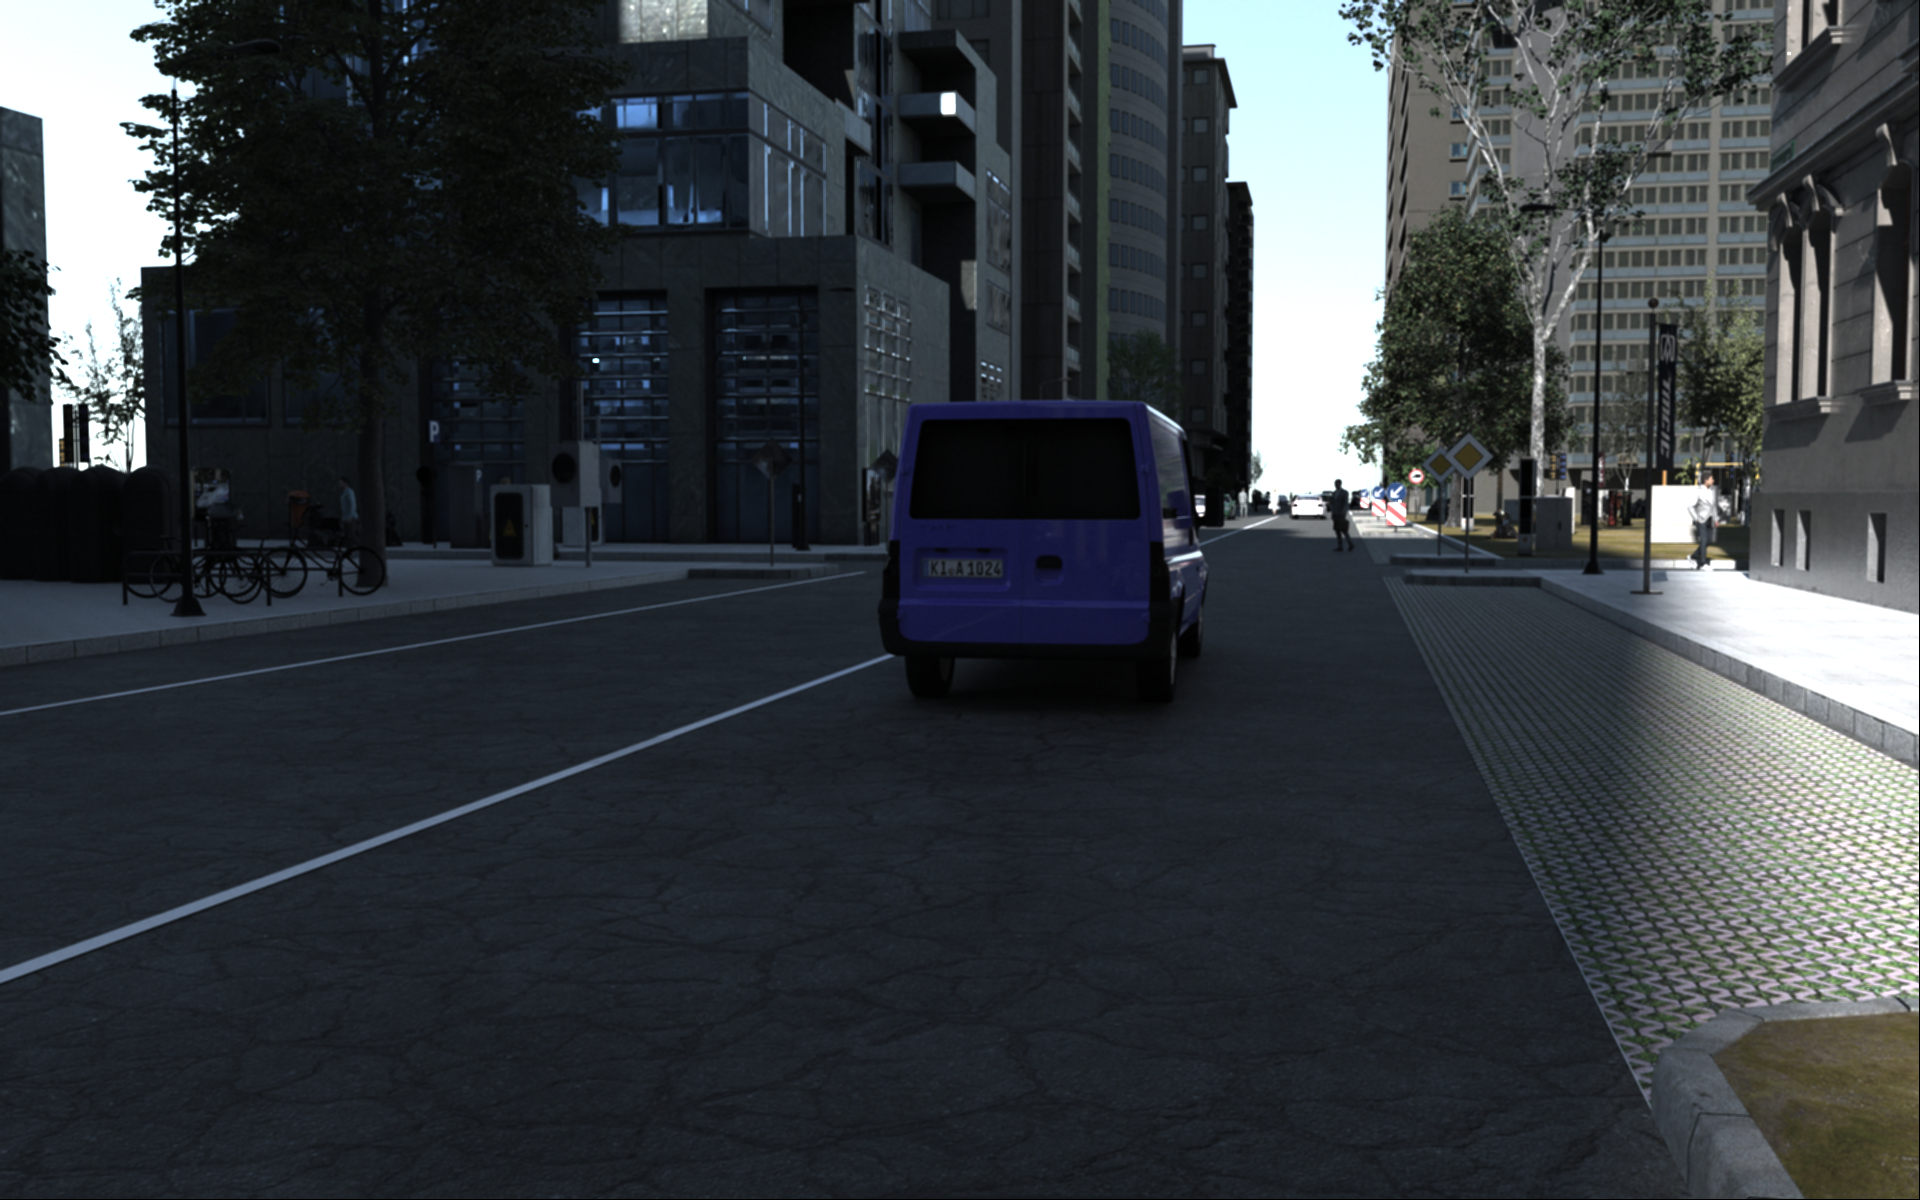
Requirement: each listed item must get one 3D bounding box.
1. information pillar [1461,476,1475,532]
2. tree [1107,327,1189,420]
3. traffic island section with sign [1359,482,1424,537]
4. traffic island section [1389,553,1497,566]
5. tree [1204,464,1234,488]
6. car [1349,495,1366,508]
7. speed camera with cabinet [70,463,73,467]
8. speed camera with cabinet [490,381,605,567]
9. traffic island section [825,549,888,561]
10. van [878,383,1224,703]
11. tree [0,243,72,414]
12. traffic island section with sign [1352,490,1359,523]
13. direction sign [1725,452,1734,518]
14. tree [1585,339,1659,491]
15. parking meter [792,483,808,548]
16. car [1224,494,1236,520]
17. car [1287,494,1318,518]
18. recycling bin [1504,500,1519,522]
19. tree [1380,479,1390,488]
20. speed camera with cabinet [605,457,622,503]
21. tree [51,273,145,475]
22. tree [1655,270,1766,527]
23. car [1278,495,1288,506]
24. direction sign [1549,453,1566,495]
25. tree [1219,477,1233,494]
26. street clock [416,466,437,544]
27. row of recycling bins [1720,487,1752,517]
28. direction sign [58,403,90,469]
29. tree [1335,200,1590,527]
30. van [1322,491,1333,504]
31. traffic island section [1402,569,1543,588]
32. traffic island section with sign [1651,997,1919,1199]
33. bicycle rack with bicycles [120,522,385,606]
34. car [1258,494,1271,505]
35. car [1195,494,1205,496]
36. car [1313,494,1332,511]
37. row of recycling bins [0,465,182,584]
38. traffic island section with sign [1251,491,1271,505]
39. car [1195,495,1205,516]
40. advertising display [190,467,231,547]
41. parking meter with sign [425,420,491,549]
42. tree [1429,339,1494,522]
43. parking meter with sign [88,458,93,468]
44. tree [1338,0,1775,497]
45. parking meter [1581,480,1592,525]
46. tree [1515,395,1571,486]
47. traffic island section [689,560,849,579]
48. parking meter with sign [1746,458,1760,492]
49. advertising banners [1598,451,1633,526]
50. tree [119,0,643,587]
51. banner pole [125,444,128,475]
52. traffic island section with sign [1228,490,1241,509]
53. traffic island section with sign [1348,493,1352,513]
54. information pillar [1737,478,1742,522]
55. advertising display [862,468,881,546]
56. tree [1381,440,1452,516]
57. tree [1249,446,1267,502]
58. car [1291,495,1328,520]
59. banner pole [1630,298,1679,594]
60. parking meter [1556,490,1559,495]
[{"bbox_3d":[17.372,-3.348,59.237,0.304,2.012,0.304,-3,5,-40],"label":"information pillar"},{"bbox_3d":[10.525,-11.113,107.451,9.928,11.665,9.643,0,3,0],"label":"tree"},{"bbox_3d":[14.541,-3.036,58.262,1.989,1.847,2.006,1,4,12],"label":"traffic island section with sign"},{"bbox_3d":[9.973,-0.838,35.975,2.009,0.180,2.903,1,4,12],"label":"traffic island section"},{"bbox_3d":[27.740,-12.396,186.395,4.285,4.588,4.351,0,3,0],"label":"tree"},{"bbox_3d":[41.052,-10.127,178.154,1.945,1.354,3.894,1,4,12],"label":"car"},{"bbox_3d":[-32.147,-4.268,64.115,2.038,3.252,0.660,-3,5,-39],"label":"speed camera with cabinet"},{"bbox_3d":[-7.358,-2.218,30.606,2.038,3.252,0.660,2,4,27],"label":"speed camera with cabinet"},{"bbox_3d":[-1.641,-0.993,38.521,2.009,0.180,2.903,1,4,12],"label":"traffic island section"},{"bbox_3d":[0.888,-0.569,13.690,2.240,2.365,5.245,1,4,11],"label":"van"},{"bbox_3d":[-9.402,-1.883,14.504,4.285,4.588,4.351,0,3,0],"label":"tree"},{"bbox_3d":[20.357,-4.655,84.743,1.989,1.847,2.006,1,4,12],"label":"traffic island section with sign"},{"bbox_3d":[41.300,-6.179,93.024,0.876,3.537,0.379,-3,5,-41],"label":"direction sign"},{"bbox_3d":[32.049,-8.124,83.191,4.360,8.622,3.978,0,3,0],"label":"tree"},{"bbox_3d":[-3.814,-2.007,41.230,0.372,1.533,0.369,0,3,0],"label":"parking meter"},{"bbox_3d":[14.395,-5.202,96.854,2.131,1.459,4.920,1,4,13],"label":"car"},{"bbox_3d":[20.711,-5.780,104.294,2.009,1.686,4.222,1,4,11],"label":"car"},{"bbox_3d":[25.319,-4.081,79.275,0.722,1.027,0.722,2,4,27],"label":"recycling bin"},{"bbox_3d":[47.192,-12.032,191.326,1.663,3.219,1.824,0,3,0],"label":"tree"},{"bbox_3d":[-9.016,-2.944,42.474,0.660,3.252,2.038,1,4,16],"label":"speed camera with cabinet"},{"bbox_3d":[-27.332,-6.480,56.315,4.360,8.622,3.978,0,3,0],"label":"tree"},{"bbox_3d":[24.995,-6.581,57.963,4.737,8.622,4.395,0,3,0],"label":"tree"},{"bbox_3d":[39.622,-12.349,214.262,2.083,1.381,4.827,1,4,12],"label":"car"},{"bbox_3d":[33.231,-6.382,96.349,0.876,3.537,0.379,2,4,29],"label":"direction sign"},{"bbox_3d":[27.621,-11.488,182.430,1.663,3.219,1.824,0,3,0],"label":"tree"},{"bbox_3d":[-13.604,-2.426,44.230,0.471,2.002,0.358,1,4,17],"label":"street clock"},{"bbox_3d":[43.772,-5.399,95.382,3.534,1.692,1.069,2,4,26],"label":"row of recycling bins"},{"bbox_3d":[-22.133,-3.146,43.439,0.876,3.537,0.379,1,4,23],"label":"direction sign"},{"bbox_3d":[19.585,-9.214,67.658,9.611,12.733,9.660,0,3,0],"label":"tree"},{"bbox_3d":[45.642,-12.726,215.089,2.013,2.044,4.112,1,4,12],"label":"van"},{"bbox_3d":[8.260,-0.361,28.175,2.009,0.180,2.903,1,4,12],"label":"traffic island section"},{"bbox_3d":[2.478,0.324,3.324,1.989,1.847,2.006,1,4,12],"label":"traffic island section with sign"},{"bbox_3d":[-8.850,-0.465,20.982,2.925,0.926,2.852,0,4,8],"label":"bicycle rack with bicycles"},{"bbox_3d":[38.766,-12.954,221.586,2.009,1.686,4.222,1,4,13],"label":"car"},{"bbox_3d":[17.162,-6.996,123.188,1.959,1.807,4.718,1,4,10],"label":"car"},{"bbox_3d":[30.212,-8.186,145.635,2.131,1.459,4.920,1,4,12],"label":"car"},{"bbox_3d":[-12.836,-1.124,25.492,3.534,1.692,1.069,2,4,27],"label":"row of recycling bins"},{"bbox_3d":[37.541,-12.738,216.892,1.989,1.847,2.006,1,4,12],"label":"traffic island section with sign"},{"bbox_3d":[10.670,-4.083,79.121,2.083,1.381,4.827,1,4,14],"label":"car"},{"bbox_3d":[-18.261,-2.265,42.239,0.123,1.923,0.974,2,4,35],"label":"advertising display"},{"bbox_3d":[-11.604,-2.717,40.682,1.738,3.016,0.543,1,4,12],"label":"parking meter with sign"},{"bbox_3d":[22.233,-7.849,78.694,4.737,8.622,4.395,0,3,0],"label":"tree"},{"bbox_3d":[-41.610,-5.410,84.720,1.738,3.016,0.543,-1,4,-14],"label":"parking meter with sign"},{"bbox_3d":[17.009,-11.630,46.039,12.611,20.169,13.585,0,3,0],"label":"tree"},{"bbox_3d":[25.750,-4.001,71.128,0.399,1.863,0.255,-1,4,-15],"label":"parking meter"},{"bbox_3d":[33.697,-9.279,102.066,4.360,8.622,3.978,0,3,0],"label":"tree"},{"bbox_3d":[-3.354,-0.516,30.722,2.009,0.180,2.903,1,4,12],"label":"traffic island section"},{"bbox_3d":[39.207,-5.415,84.800,1.738,3.016,0.543,-2,4,-26],"label":"parking meter with sign"},{"bbox_3d":[26.413,-4.514,69.985,0.090,3.025,2.074,-1,4,-23],"label":"advertising banners"},{"bbox_3d":[-7.942,-6.477,24.026,7.486,12.596,7.792,0,3,0],"label":"tree"},{"bbox_3d":[-41.487,-5.892,86.352,0.401,3.779,0.863,-3,4,-37],"label":"banner pole"},{"bbox_3d":[25.519,-9.391,162.174,1.989,1.847,2.006,1,4,12],"label":"traffic island section with sign"},{"bbox_3d":[31.136,-7.654,133.778,1.989,1.847,2.006,1,4,12],"label":"traffic island section with sign"},{"bbox_3d":[36.168,-4.631,80.205,0.304,2.012,0.304,2,4,25],"label":"information pillar"},{"bbox_3d":[-2.189,-2.300,42.821,0.123,1.923,0.974,1,4,18],"label":"advertising display"},{"bbox_3d":[28.654,-7.790,111.084,4.285,4.588,4.351,0,3,0],"label":"tree"},{"bbox_3d":[45.589,-19.439,268.183,4.737,8.622,4.395,0,3,0],"label":"tree"},{"bbox_3d":[19.808,-5.252,98.229,2.083,1.381,4.827,1,4,14],"label":"car"},{"bbox_3d":[9.029,-1.979,22.370,0.863,3.779,0.401,-3,5,-40],"label":"banner pole"},{"bbox_3d":[34.204,-5.533,98.877,0.372,1.533,0.369,0,3,0],"label":"parking meter"}]
